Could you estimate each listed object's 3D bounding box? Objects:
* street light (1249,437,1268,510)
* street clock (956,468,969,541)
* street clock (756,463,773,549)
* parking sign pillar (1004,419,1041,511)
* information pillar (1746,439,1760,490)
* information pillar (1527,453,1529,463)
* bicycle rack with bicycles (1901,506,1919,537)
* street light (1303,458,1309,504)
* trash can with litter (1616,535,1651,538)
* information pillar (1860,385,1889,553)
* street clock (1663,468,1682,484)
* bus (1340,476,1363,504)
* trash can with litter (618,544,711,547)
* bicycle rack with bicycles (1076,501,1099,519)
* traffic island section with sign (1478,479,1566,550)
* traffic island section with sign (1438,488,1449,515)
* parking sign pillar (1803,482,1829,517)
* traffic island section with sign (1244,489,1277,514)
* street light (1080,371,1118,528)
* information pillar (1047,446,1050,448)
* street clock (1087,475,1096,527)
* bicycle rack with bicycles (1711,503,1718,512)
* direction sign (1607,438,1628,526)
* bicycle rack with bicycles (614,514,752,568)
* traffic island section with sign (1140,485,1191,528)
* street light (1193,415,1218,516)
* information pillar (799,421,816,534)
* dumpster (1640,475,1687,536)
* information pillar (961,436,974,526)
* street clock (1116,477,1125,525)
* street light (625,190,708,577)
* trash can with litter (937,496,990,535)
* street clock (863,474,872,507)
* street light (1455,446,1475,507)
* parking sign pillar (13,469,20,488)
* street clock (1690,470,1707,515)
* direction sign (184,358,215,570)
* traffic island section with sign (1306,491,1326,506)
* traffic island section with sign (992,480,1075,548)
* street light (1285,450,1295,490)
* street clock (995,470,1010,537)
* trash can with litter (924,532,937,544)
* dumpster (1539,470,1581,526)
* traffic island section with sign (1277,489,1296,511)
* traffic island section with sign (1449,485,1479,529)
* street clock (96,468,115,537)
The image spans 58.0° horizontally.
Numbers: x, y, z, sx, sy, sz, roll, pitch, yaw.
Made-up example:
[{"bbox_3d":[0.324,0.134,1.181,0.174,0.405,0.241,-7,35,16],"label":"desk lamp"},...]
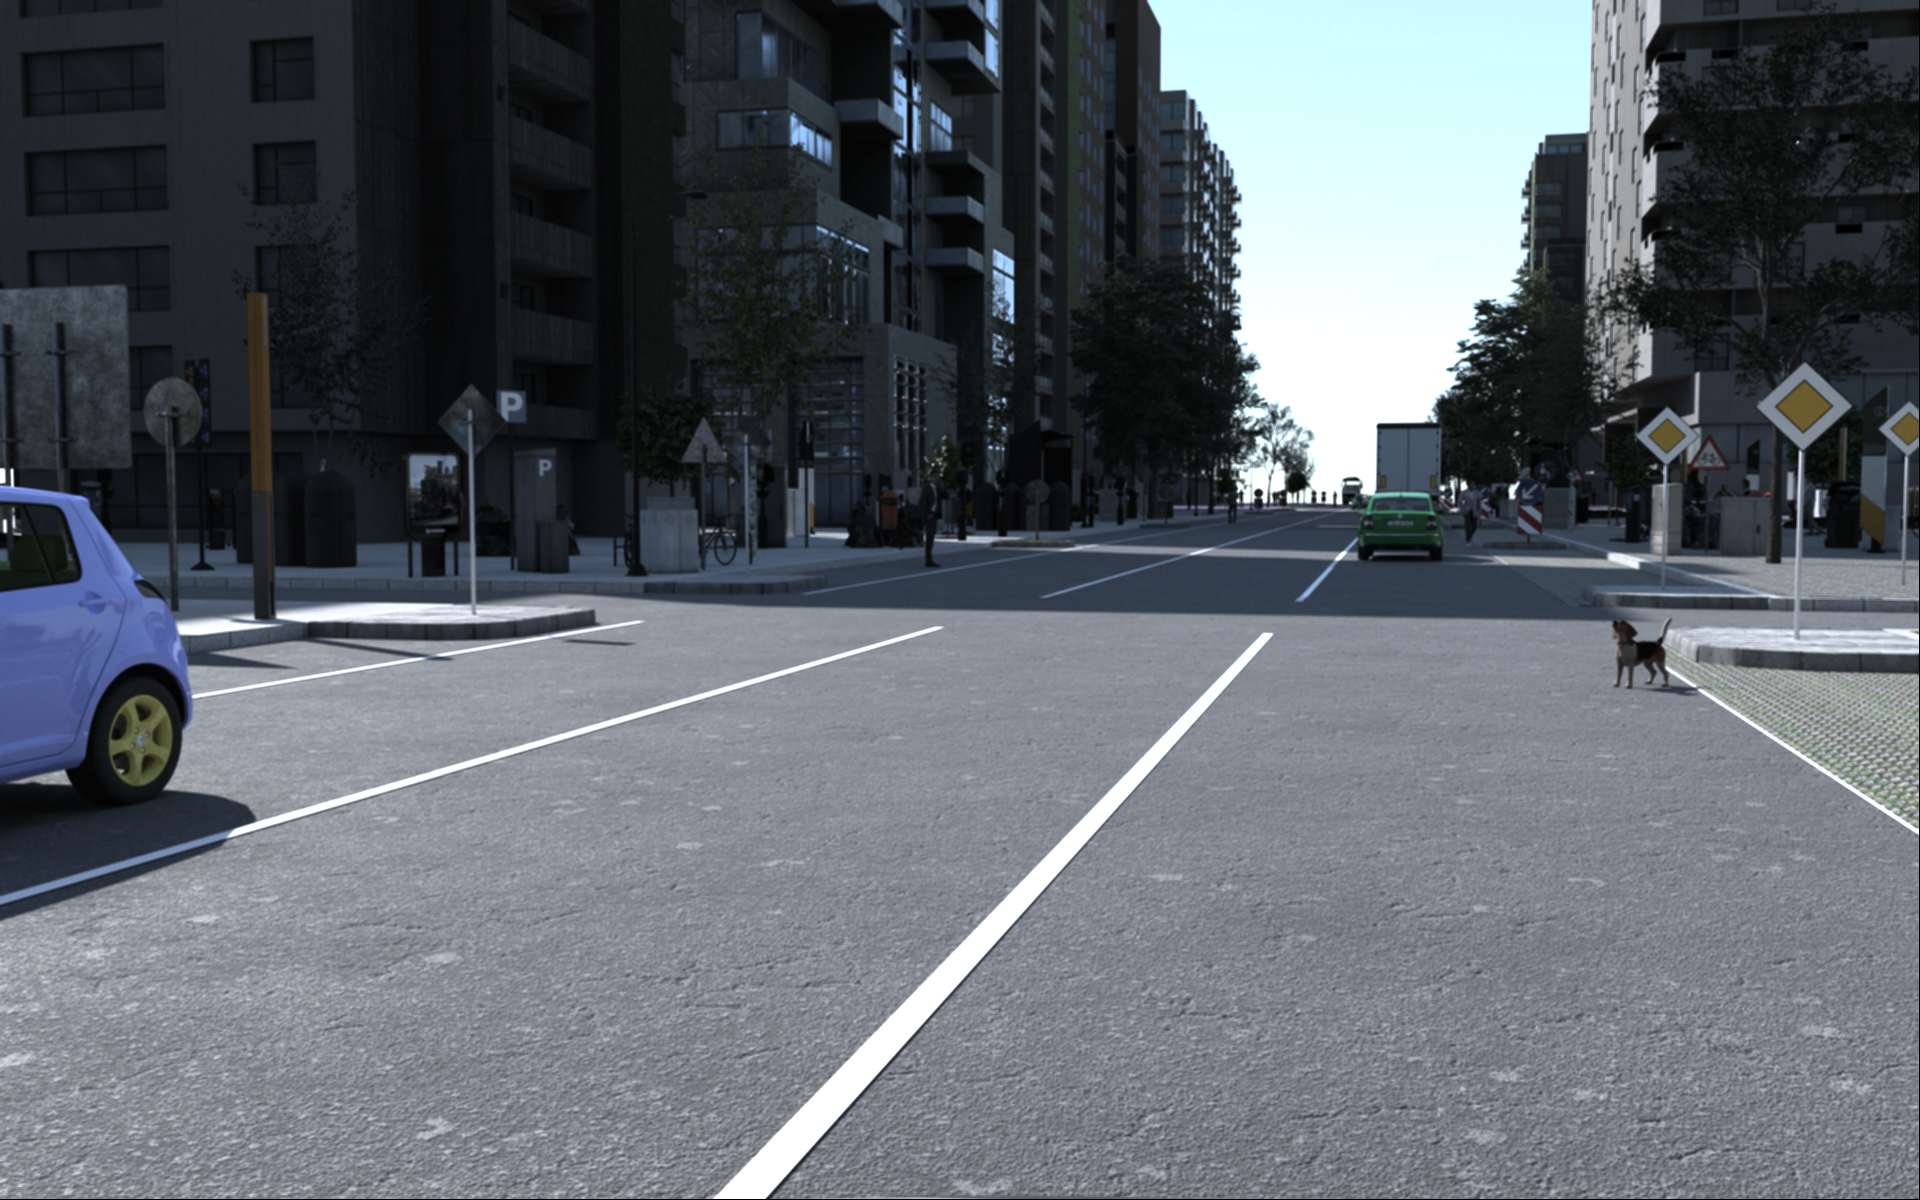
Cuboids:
[{"bbox_3d":[24.128,-10.247,140.076,1.470,5.913,1.316,1,4,14],"label":"street light"},{"bbox_3d":[0.061,-2.639,47.725,0.358,2.002,0.471,1,4,15],"label":"street clock"},{"bbox_3d":[-4.634,-2.208,40.674,0.471,2.002,0.358,-3,5,-42],"label":"street clock"},{"bbox_3d":[2.231,-4.520,62.374,1.447,3.967,1.447,0,4,-5],"label":"parking sign pillar"},{"bbox_3d":[33.578,-5.014,73.337,0.504,3.616,0.183,2,4,30],"label":"information pillar"},{"bbox_3d":[30.346,-6.221,93.065,0.504,3.616,0.183,-2,4,-29],"label":"information pillar"},{"bbox_3d":[29.347,-2.315,51.238,2.852,0.926,2.925,-1,4,-15],"label":"bicycle rack with bicycles"},{"bbox_3d":[44.380,-15.148,220.217,1.470,5.913,1.316,1,4,14],"label":"street light"},{"bbox_3d":[20.309,-2.406,50.398,2.233,1.210,1.678,1,4,22],"label":"trash can with litter"},{"bbox_3d":[19.838,-2.827,37.569,0.504,3.616,0.183,3,4,39],"label":"information pillar"},{"bbox_3d":[19.747,-2.659,48.045,0.471,2.002,0.358,-2,4,-23],"label":"street clock"},{"bbox_3d":[54.885,-15.337,242.303,2.896,3.916,12.252,1,4,15],"label":"bus"},{"bbox_3d":[-7.243,-1.919,42.438,2.233,1.210,1.678,0,4,-7],"label":"trash can with litter"},{"bbox_3d":[5.583,-4.501,86.981,2.925,0.926,2.852,1,4,11],"label":"bicycle rack with bicycles"},{"bbox_3d":[14.721,-2.242,45.278,1.989,1.847,2.006,1,4,14],"label":"traffic island section with sign"},{"bbox_3d":[33.320,-6.734,118.729,1.989,1.847,2.006,1,4,14],"label":"traffic island section with sign"},{"bbox_3d":[37.487,-5.340,75.781,1.447,3.967,1.447,0,4,6],"label":"parking sign pillar"},{"bbox_3d":[21.153,-6.962,122.464,1.989,1.847,2.006,1,4,14],"label":"traffic island section with sign"},{"bbox_3d":[5.261,-5.686,65.510,1.470,5.913,1.316,1,4,14],"label":"street light"},{"bbox_3d":[4.448,-5.654,83.801,0.504,3.616,0.183,0,4,-6],"label":"information pillar"},{"bbox_3d":[5.065,-3.812,66.895,0.358,2.002,0.471,0,4,1],"label":"street clock"},{"bbox_3d":[30.466,-3.342,68.029,2.852,0.926,2.925,0,4,-4],"label":"bicycle rack with bicycles"},{"bbox_3d":[26.724,-4.791,70.334,0.876,3.537,0.379,2,4,25],"label":"direction sign"},{"bbox_3d":[-5.149,-1.081,31.061,2.852,0.926,2.925,1,4,23],"label":"bicycle rack with bicycles"},{"bbox_3d":[8.771,-3.975,73.627,1.989,1.847,2.006,1,4,14],"label":"traffic island section with sign"},{"bbox_3d":[14.388,-7.878,101.338,1.470,5.913,1.316,1,4,14],"label":"street light"},{"bbox_3d":[-4.880,-3.906,55.225,0.504,3.616,0.183,-1,4,-18],"label":"information pillar"},{"bbox_3d":[21.791,-2.935,53.751,1.264,1.857,1.865,1,4,14],"label":"dumpster"},{"bbox_3d":[0.293,-4.805,69.922,0.504,3.616,0.183,0,4,-1],"label":"information pillar"},{"bbox_3d":[6.616,-4.097,71.551,0.358,2.002,0.471,-1,4,-17],"label":"street clock"},{"bbox_3d":[-4.531,-3.318,26.785,1.470,5.913,1.316,1,4,14],"label":"street light"},{"bbox_3d":[-0.295,-2.680,54.873,2.233,1.210,1.678,2,4,35],"label":"trash can with litter"},{"bbox_3d":[-3.375,-3.584,63.162,0.358,2.002,0.471,-1,4,-13],"label":"street clock"},{"bbox_3d":[38.175,-9.660,130.478,1.470,5.913,1.316,1,4,14],"label":"street light"},{"bbox_3d":[-30.364,-4.185,56.901,1.447,3.967,1.447,-2,4,-25],"label":"parking sign pillar"},{"bbox_3d":[19.885,-2.575,46.667,0.471,2.002,0.358,-3,4,-36],"label":"street clock"},{"bbox_3d":[-12.817,-2.275,29.194,0.876,3.537,0.379,3,5,42],"label":"direction sign"},{"bbox_3d":[41.491,-11.867,202.660,1.989,1.847,2.006,1,4,14],"label":"traffic island section with sign"},{"bbox_3d":[2.061,-2.355,47.126,1.989,1.847,2.006,1,4,14],"label":"traffic island section with sign"},{"bbox_3d":[34.594,-12.759,181.152,1.470,5.913,1.316,1,4,14],"label":"street light"},{"bbox_3d":[1.288,-2.914,52.210,0.358,2.002,0.471,2,4,35],"label":"street clock"},{"bbox_3d":[-1.896,-2.092,45.263,1.678,1.210,2.233,-2,4,-25],"label":"trash can with litter"},{"bbox_3d":[24.473,-4.172,70.708,1.502,2.255,1.985,1,4,14],"label":"dumpster"},{"bbox_3d":[27.831,-8.571,148.759,1.989,1.847,2.006,1,4,14],"label":"traffic island section with sign"},{"bbox_3d":[21.338,-3.841,71.434,1.989,1.847,2.006,1,4,14],"label":"traffic island section with sign"},{"bbox_3d":[-16.749,-1.797,33.943,0.358,2.002,0.471,-1,4,-19],"label":"street clock"}]
